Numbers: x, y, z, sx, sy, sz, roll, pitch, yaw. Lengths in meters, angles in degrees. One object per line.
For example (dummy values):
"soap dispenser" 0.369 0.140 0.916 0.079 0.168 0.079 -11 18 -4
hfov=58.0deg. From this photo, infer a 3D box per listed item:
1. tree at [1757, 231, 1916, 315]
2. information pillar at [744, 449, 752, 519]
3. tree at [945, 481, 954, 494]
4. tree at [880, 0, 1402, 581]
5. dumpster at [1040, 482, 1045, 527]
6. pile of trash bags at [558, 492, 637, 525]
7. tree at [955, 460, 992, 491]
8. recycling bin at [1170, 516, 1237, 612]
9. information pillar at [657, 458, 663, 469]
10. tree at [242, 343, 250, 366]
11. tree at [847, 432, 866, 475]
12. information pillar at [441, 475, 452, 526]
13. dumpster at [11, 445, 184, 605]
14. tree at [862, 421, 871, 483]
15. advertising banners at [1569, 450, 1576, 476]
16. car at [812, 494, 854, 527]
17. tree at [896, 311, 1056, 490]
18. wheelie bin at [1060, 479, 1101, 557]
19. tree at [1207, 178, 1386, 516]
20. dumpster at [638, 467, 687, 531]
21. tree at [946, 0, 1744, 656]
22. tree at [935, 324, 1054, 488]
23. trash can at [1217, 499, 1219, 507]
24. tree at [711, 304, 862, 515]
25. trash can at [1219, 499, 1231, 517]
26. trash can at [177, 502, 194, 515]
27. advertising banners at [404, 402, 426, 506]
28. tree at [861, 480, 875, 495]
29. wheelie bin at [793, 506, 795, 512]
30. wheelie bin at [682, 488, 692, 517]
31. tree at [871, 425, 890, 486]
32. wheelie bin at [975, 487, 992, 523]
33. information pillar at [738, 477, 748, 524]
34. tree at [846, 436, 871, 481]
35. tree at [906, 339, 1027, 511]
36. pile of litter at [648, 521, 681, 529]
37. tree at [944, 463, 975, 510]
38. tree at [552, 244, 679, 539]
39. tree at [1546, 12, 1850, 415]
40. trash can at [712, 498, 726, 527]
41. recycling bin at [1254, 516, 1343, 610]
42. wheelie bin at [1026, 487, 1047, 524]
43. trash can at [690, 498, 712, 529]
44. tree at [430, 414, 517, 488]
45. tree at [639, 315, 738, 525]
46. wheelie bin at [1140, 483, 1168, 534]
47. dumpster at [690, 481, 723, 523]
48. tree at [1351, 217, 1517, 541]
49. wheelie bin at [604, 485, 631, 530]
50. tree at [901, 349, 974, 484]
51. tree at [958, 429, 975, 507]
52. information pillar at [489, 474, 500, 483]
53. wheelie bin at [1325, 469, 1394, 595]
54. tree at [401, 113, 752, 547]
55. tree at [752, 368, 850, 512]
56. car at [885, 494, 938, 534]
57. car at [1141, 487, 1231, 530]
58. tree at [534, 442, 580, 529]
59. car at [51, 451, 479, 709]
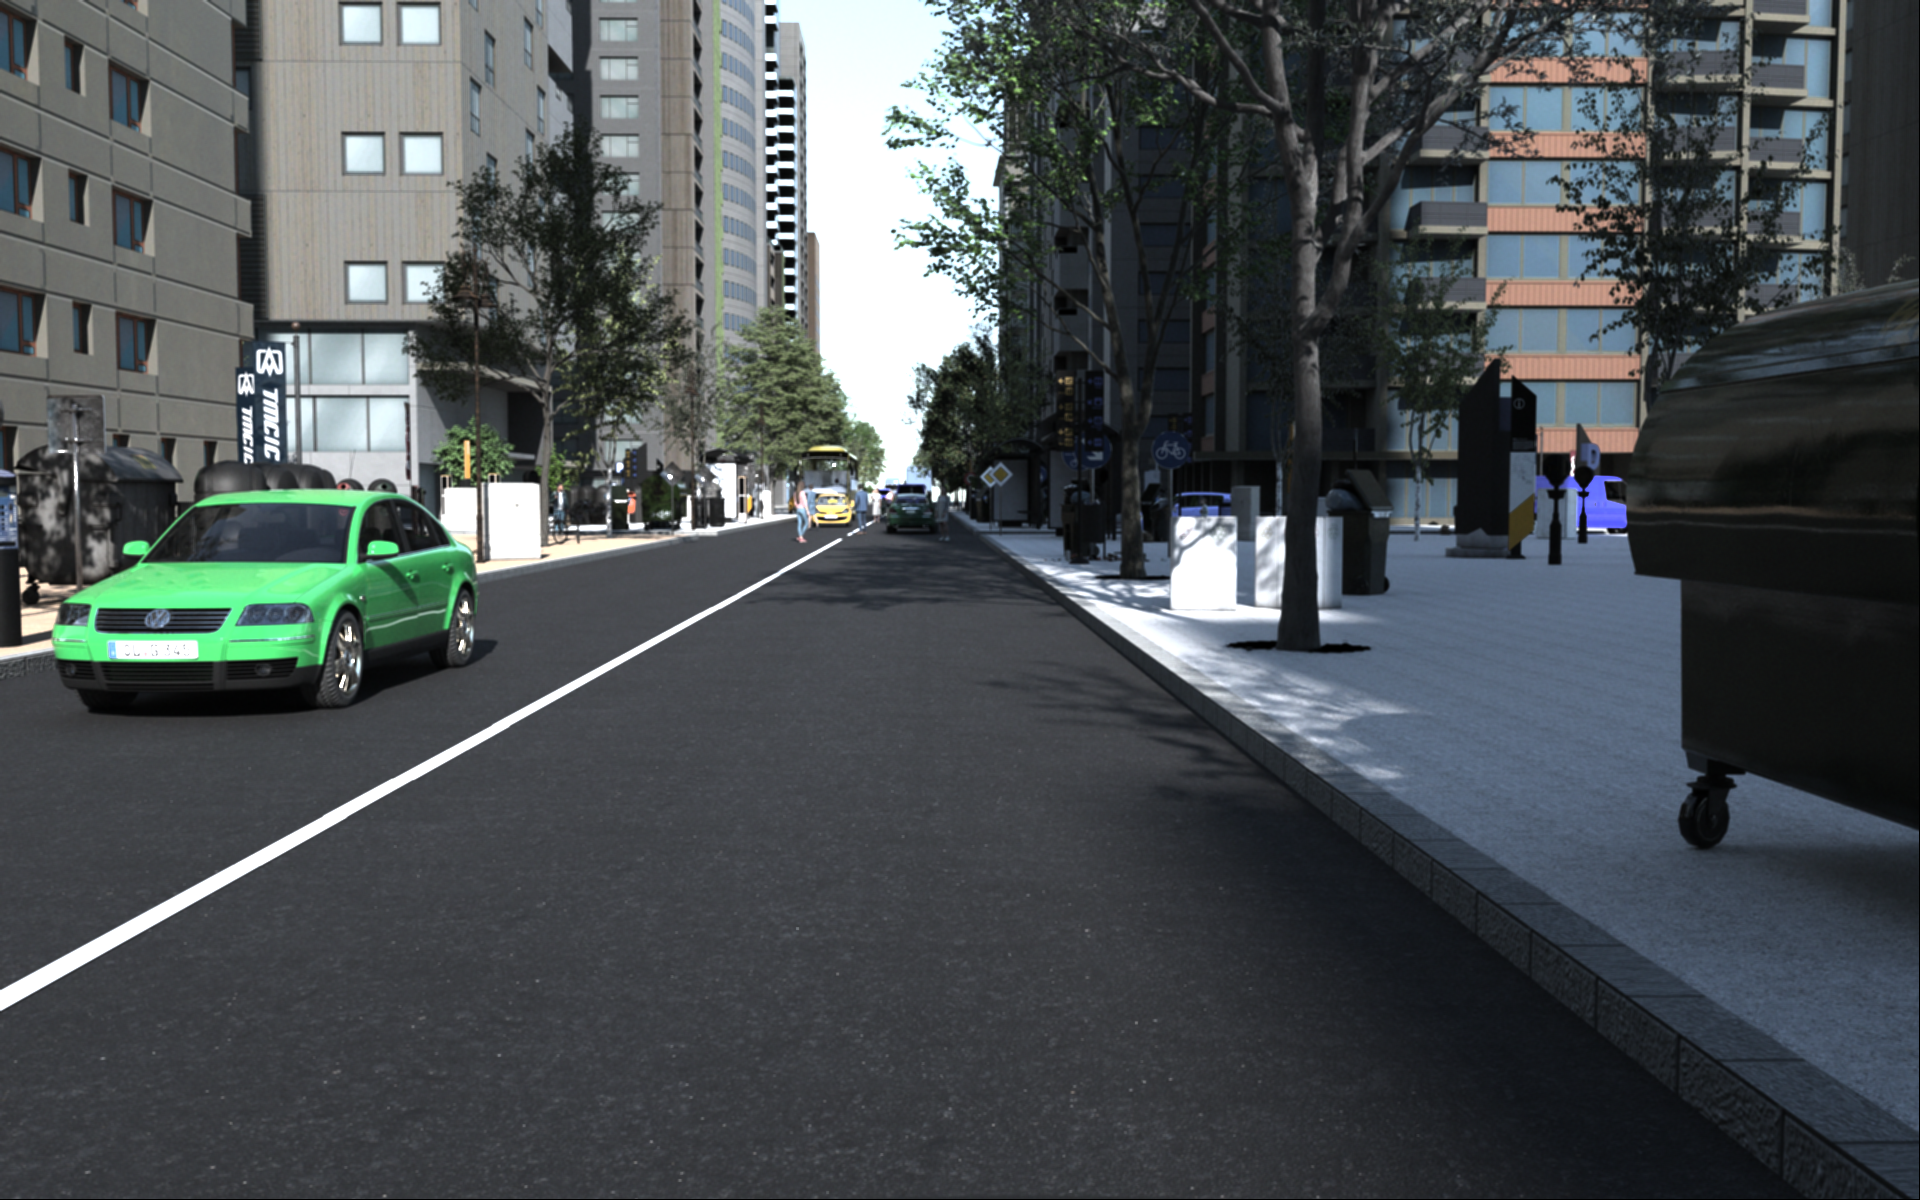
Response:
"tree" 26.417 -6.145 50.830 4.360 8.622 3.978 0 3 0
"information pillar" -10.982 -6.010 89.611 0.183 3.616 0.504 2 4 31
"tree" -1.094 -11.418 181.282 1.663 3.219 1.824 0 3 0
"tree" 2.664 -6.128 25.948 9.928 11.665 9.643 0 3 0
"dumpster" 2.725 -3.871 69.044 1.264 1.857 1.865 0 4 -1
"pile of trash bags" -15.022 -3.809 72.036 3.447 1.369 1.912 -3 5 -40
"tree" 1.099 -6.233 96.507 1.663 3.219 1.824 0 3 0
"recycling bin" 2.713 -0.410 19.266 0.722 1.027 0.722 1 4 9
"information pillar" -19.600 -7.449 113.150 0.504 3.616 0.183 2 4 25
"tree" -29.635 -7.205 68.160 4.737 8.622 4.395 0 3 0
"tree" -12.938 -15.595 205.345 4.360 8.622 3.978 0 3 0
"information pillar" -20.302 -3.915 68.500 0.304 2.012 0.304 1 4 14
"dumpster" -10.264 -0.912 20.674 1.264 1.857 1.865 0 4 -1
"tree" -11.693 -13.080 131.992 7.486 12.596 7.792 0 3 0
"advertising banners" 23.960 -4.445 68.858 2.074 3.025 0.090 -3 5 -41
"car" -5.622 -4.039 76.267 2.015 1.641 3.980 0 4 -2
"tree" 0.946 -9.444 88.830 8.767 10.594 7.601 -1 4 -11
"wheelie bin" 2.469 -1.692 35.567 0.693 1.594 0.980 -2 4 -26
"tree" 7.883 -5.562 41.302 4.360 8.622 3.978 0 3 0
"dumpster" -10.524 -3.595 61.265 1.502 2.255 1.985 0 4 -1
"tree" 2.904 -6.325 13.785 12.009 13.543 11.850 0 3 0
"tree" 2.038 -7.611 74.810 4.737 8.622 4.395 0 3 0
"trash can" 15.516 -5.884 107.850 0.748 1.137 0.748 0 3 0
"tree" -10.933 -11.367 103.975 7.486 12.596 7.792 0 3 0
"trash can" 15.015 -5.157 95.972 0.748 1.137 0.748 0 3 0
"trash can" -14.254 -1.263 32.299 0.748 1.137 0.748 0 3 0
"advertising banners" -10.684 -2.310 33.952 0.090 3.025 2.074 0 4 -8
"tree" -14.936 -17.794 285.528 1.663 3.219 1.824 0 3 0
"wheelie bin" -11.857 -7.275 126.857 0.980 1.594 0.693 -1 4 -12
"wheelie bin" -14.928 -5.341 95.240 0.980 1.594 0.693 2 4 27
"tree" -14.369 -21.262 265.758 7.486 12.596 7.792 0 3 0
"wheelie bin" 1.115 -4.276 77.817 0.693 1.594 0.980 -2 4 -25
"information pillar" -9.263 -4.246 73.912 0.304 2.012 0.304 1 4 13
"tree" -13.153 -16.065 213.029 4.737 8.622 4.395 0 3 0
"tree" 0.745 -12.913 128.129 9.611 12.733 9.660 0 3 0
"pile of litter" -11.223 -3.099 64.638 1.719 0.858 1.176 3 4 36
"tree" 0.259 -9.537 139.649 4.285 4.588 4.351 0 3 0
"tree" -10.101 -6.087 49.891 4.737 8.622 4.395 0 3 0
"tree" 11.072 -4.659 26.545 4.360 8.622 3.978 0 3 0
"trash can" -9.413 -3.392 67.108 0.748 1.137 0.748 0 3 0
"recycling bin" 3.810 -0.425 19.496 0.722 1.027 0.722 -3 5 -39
"wheelie bin" 3.227 -4.046 74.065 0.980 1.594 0.693 0 4 -7
"trash can" -9.662 -3.216 64.227 0.748 1.137 0.748 0 3 0
"tree" -19.971 -5.348 71.159 4.285 4.588 4.351 0 3 0
"tree" -10.862 -7.342 70.406 4.360 8.622 3.978 0 3 0
"wheelie bin" 5.603 -2.560 49.766 0.693 1.594 0.980 -2 4 -29
"dumpster" -10.948 -4.220 74.750 1.264 1.857 1.865 0 4 -1
"tree" 12.731 -5.915 47.075 4.737 8.622 4.395 0 3 0
"wheelie bin" -12.287 -3.305 61.948 0.980 1.594 0.693 -2 4 -35
"tree" -0.506 -22.444 222.846 12.611 20.169 13.585 0 3 0
"tree" 0.499 -13.367 168.909 4.360 8.622 3.978 0 3 0
"information pillar" -16.794 -3.549 62.521 0.304 2.012 0.304 1 4 17
"wheelie bin" 5.091 -0.875 22.212 0.693 1.594 0.980 3 5 40
"tree" -9.824 -6.574 41.900 7.601 10.594 8.767 -1 4 -19
"tree" -11.631 -11.442 121.481 8.767 10.594 7.601 -3 4 -36
"car" -1.743 -3.196 64.045 2.131 1.459 4.920 0 4 0
"car" 7.672 -2.993 58.530 3.694 1.707 1.945 0 4 -2
"tree" -14.921 -4.261 64.262 1.663 3.219 1.824 0 3 0
"car" -4.971 -0.255 12.961 1.959 1.807 4.718 0 4 0
